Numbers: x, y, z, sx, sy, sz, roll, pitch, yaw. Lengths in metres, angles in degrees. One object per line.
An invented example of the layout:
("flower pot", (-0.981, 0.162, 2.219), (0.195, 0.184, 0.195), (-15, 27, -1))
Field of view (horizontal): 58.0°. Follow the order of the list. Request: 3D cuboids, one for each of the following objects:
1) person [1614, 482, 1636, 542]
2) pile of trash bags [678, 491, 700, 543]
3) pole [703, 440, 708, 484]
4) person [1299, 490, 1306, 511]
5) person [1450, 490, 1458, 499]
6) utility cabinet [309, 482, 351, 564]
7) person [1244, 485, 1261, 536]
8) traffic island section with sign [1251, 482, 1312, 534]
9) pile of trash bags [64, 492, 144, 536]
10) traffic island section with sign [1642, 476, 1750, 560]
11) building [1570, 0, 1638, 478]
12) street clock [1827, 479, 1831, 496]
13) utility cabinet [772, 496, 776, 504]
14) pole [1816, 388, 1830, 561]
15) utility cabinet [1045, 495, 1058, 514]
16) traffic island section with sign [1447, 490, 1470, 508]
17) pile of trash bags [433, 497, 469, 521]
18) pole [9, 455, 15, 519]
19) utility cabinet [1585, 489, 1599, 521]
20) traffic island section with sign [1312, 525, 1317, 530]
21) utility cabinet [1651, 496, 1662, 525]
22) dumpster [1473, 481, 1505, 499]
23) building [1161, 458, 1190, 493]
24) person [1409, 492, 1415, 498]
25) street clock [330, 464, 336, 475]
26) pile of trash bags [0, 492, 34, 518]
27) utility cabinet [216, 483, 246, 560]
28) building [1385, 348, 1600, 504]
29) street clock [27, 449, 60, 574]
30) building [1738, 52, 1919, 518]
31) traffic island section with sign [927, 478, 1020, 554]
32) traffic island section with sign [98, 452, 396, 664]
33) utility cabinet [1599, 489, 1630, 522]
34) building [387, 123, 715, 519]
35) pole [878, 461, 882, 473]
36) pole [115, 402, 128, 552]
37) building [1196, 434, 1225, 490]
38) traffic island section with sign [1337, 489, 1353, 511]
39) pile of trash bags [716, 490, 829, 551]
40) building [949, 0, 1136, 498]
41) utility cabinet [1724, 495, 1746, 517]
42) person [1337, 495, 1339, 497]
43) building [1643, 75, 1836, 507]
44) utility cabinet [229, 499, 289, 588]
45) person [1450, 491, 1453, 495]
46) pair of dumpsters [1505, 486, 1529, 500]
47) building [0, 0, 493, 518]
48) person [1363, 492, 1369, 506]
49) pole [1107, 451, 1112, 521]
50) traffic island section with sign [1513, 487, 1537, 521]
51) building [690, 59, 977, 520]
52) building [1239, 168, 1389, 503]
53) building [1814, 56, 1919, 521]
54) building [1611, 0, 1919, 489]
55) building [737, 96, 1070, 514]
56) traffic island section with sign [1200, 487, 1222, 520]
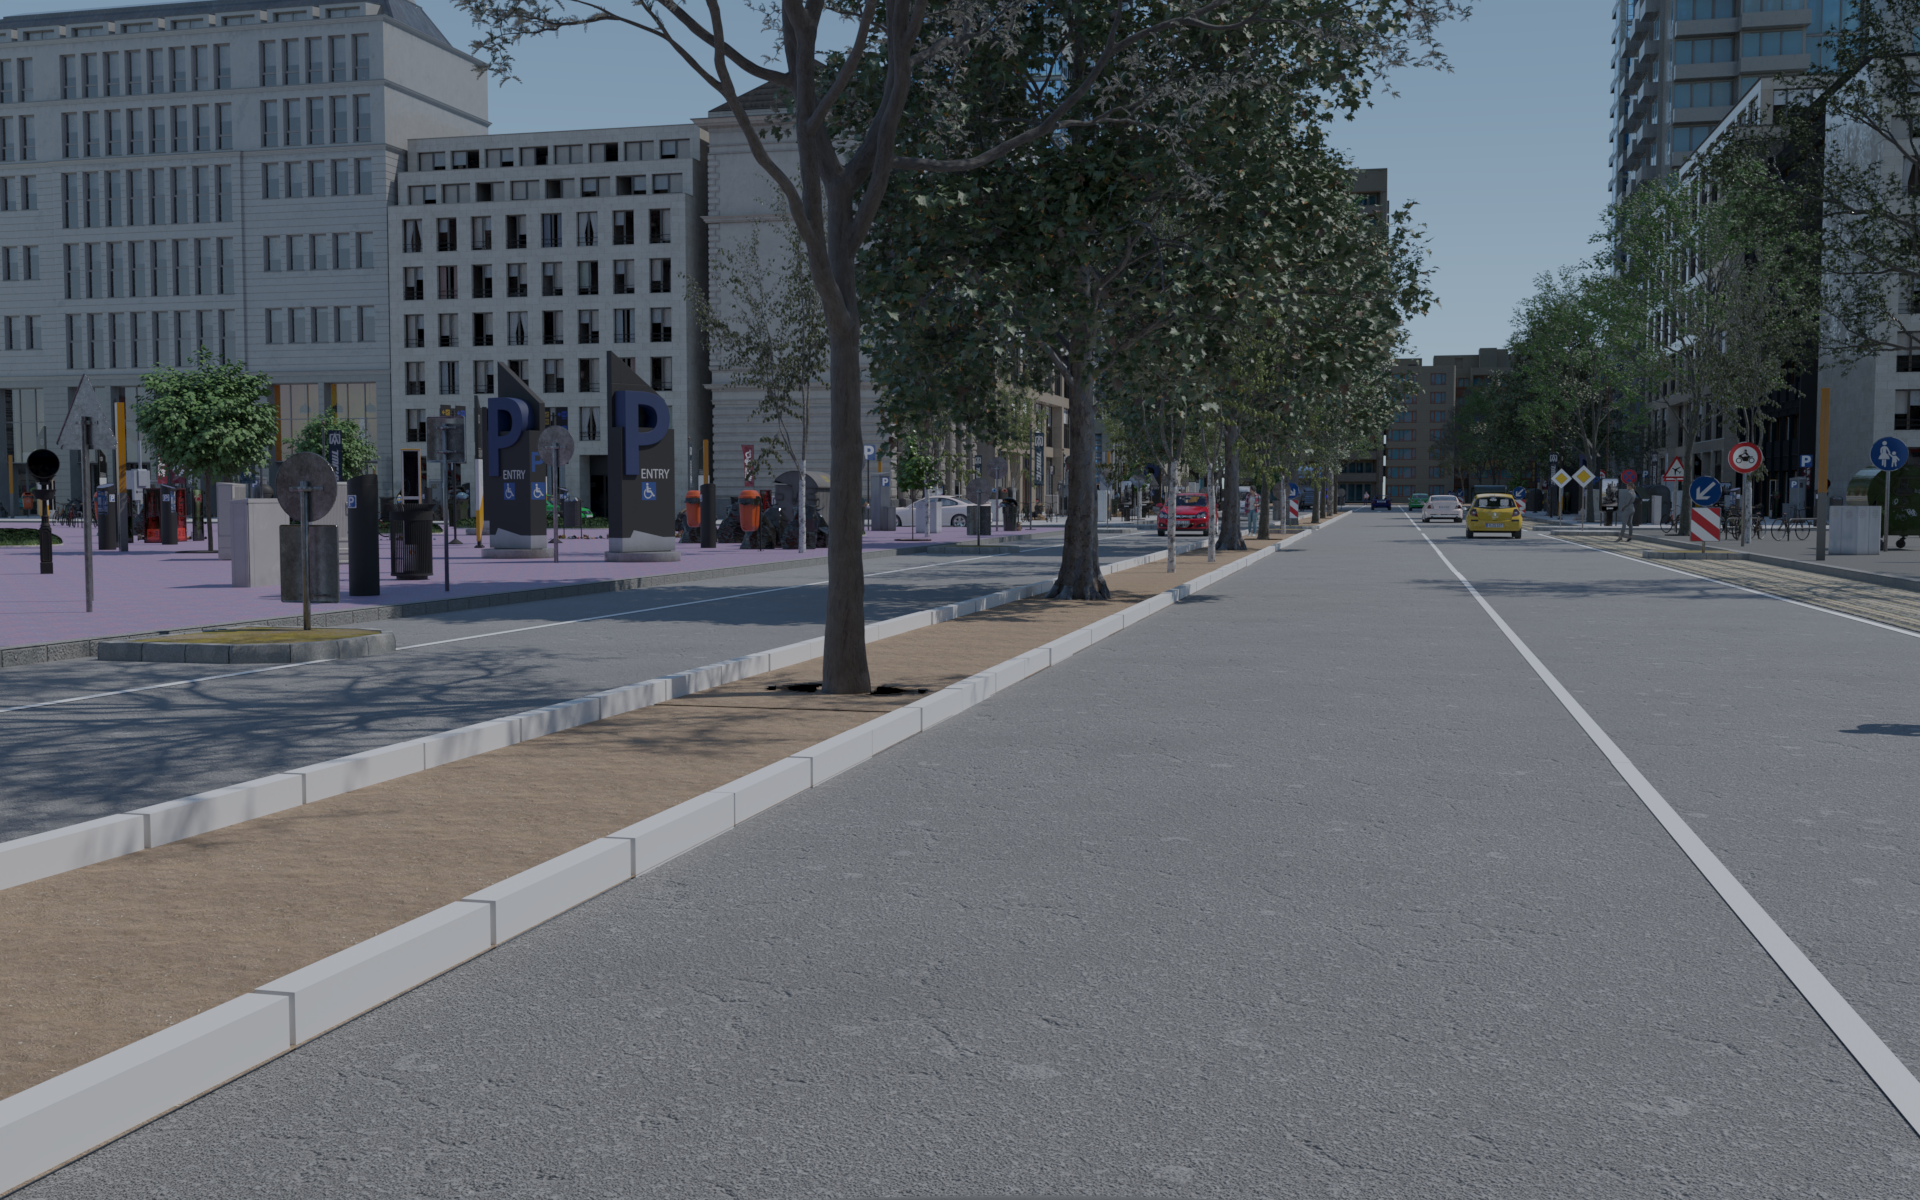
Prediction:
("person", (19.887, -2.631, 51.790), (0.573, 1.790, 0.520), (1, 4, 22))
("pile of trash bags", (-6.463, -2.165, 45.145), (1.912, 1.369, 3.447), (1, 4, 9))
("pole", (-9.553, -4.360, 65.126), (0.158, 3.312, 0.155), (0, 3, 0))
("person", (28.336, -8.236, 143.338), (0.592, 1.802, 0.473), (-1, 4, -9))
("person", (47.164, -9.609, 165.591), (1.348, 1.826, 0.705), (-2, 4, -27))
("utility cabinet", (-11.328, -1.402, 31.594), (0.318, 1.500, 1.173), (3, 5, 43))
("person", (9.895, -3.007, 58.496), (0.563, 1.720, 0.643), (2, 4, 24))
("traffic island section with sign", (11.626, -3.349, 62.889), (2.006, 1.907, 1.989), (1, 4, 14))
("pile of trash bags", (-25.732, -2.672, 53.433), (1.912, 1.369, 3.447), (0, 4, -1))
("traffic island section with sign", (16.284, -1.823, 38.439), (1.989, 1.847, 2.006), (1, 4, 14))
("building", (77.156, -53.125, 181.267), (22.319, 86.520, 31.000), (1, 4, 14))
("street clock", (40.274, -4.655, 80.675), (0.471, 2.002, 0.358), (2, 4, 29))
("utility cabinet", (-6.764, -3.271, 64.642), (0.306, 1.237, 1.020), (-3, 5, -42))
("pole", (16.625, -2.417, 33.365), (0.158, 3.312, 0.155), (0, 3, 0))
("utility cabinet", (5.998, -6.210, 112.701), (1.020, 1.237, 0.306), (3, 5, 41))
("traffic island section with sign", (48.193, -9.709, 167.364), (1.989, 1.847, 2.006), (1, 4, 14))
("pile of trash bags", (-23.819, -4.455, 82.585), (3.447, 1.369, 1.912), (0, 4, 8))
("pole", (-49.732, -5.931, 90.807), (0.158, 3.312, 0.155), (0, 3, 0))
("utility cabinet", (30.297, -4.504, 82.317), (0.318, 1.500, 1.173), (-2, 4, -31))
("traffic island section with sign", (13.416, -3.788, 70.078), (2.006, 1.907, 1.989), (1, 4, 14))
("utility cabinet", (28.995, -3.726, 72.085), (0.306, 1.237, 1.020), (1, 4, 17))
("dumpster", (34.312, -6.567, 112.320), (1.985, 2.255, 1.502), (1, 4, 13))
("building", (10.896, -21.741, 200.507), (28.899, 21.520, 27.650), (1, 4, 14))
("person", (54.294, -12.122, 207.421), (0.721, 1.735, 1.217), (-3, 4, -36))
("street clock", (-15.062, -2.242, 41.232), (0.471, 2.002, 0.358), (3, 5, 42))
("pile of trash bags", (-52.121, -5.146, 93.896), (3.447, 1.369, 1.912), (-2, 4, -32))
("utility cabinet", (-14.245, -1.544, 33.927), (0.318, 1.500, 1.173), (-1, 4, -11))
("building", (75.057, -24.435, 244.550), (28.899, 21.520, 27.650), (1, 4, 14))
("street clock", (-14.692, -1.421, 27.805), (0.471, 2.002, 0.358), (-2, 4, -27))
("building", (51.033, -16.214, 94.782), (12.332, 23.373, 15.834), (1, 4, 14))
("traffic island section with sign", (0.391, -2.061, 42.320), (1.989, 1.847, 2.006), (1, 4, 14))
("traffic island section with sign", (-6.237, -0.426, 15.594), (1.989, 1.847, 2.006), (1, 4, 14))
("utility cabinet", (29.984, -4.314, 79.218), (1.173, 1.500, 0.318), (1, 4, 9))
("building", (-20.764, -14.678, 94.736), (16.860, 20.320, 10.420), (1, 4, 14))
("pole", (-3.604, -5.153, 78.102), (0.158, 3.312, 0.155), (0, 3, 0))
("pole", (-18.723, -2.742, 38.673), (0.158, 3.312, 0.155), (0, 3, 0))
("building", (23.970, -38.808, 254.126), (30.456, 49.044, 23.786), (1, 4, 14))
("traffic island section with sign", (31.464, -8.250, 143.025), (2.006, 1.907, 1.989), (1, 4, 14))
("pile of trash bags", (-4.275, -1.865, 40.243), (1.912, 1.369, 3.447), (1, 4, 17))
("building", (6.015, -52.063, 163.902), (22.319, 86.520, 31.000), (1, 4, 14))
("utility cabinet", (38.031, -4.511, 84.922), (1.020, 1.237, 0.306), (1, 4, 22))
("person", (47.315, -12.735, 216.585), (0.709, 1.838, 0.599), (3, 4, 37))
("building", (59.568, -19.190, 118.279), (19.350, 26.468, 34.151), (1, 4, 14))
("utility cabinet", (-9.787, -0.800, 24.235), (0.306, 1.237, 1.020), (1, 4, 11))
("person", (54.488, -11.175, 191.884), (0.621, 1.740, 0.551), (0, 4, -1))
("pair of dumpsters", (43.928, -8.205, 136.638), (1.574, 2.255, 4.437), (1, 4, 14))
("building", (-43.401, -19.765, 100.646), (29.804, 29.767, 11.434), (1, 4, 14))
("person", (50.822, -12.688, 216.879), (0.436, 1.711, 0.756), (-2, 4, -31))
("pole", (7.158, -5.450, 82.945), (0.158, 3.312, 0.155), (0, 3, 0))
("traffic island section with sign", (29.499, -5.090, 91.854), (1.989, 1.847, 2.006), (1, 4, 14))
("building", (-5.802, -16.319, 95.700), (11.050, 23.489, 19.941), (1, 4, 14))
("building", (49.766, -38.099, 246.625), (21.600, 48.544, 21.300), (1, 4, 14))
("building", (48.922, -13.626, 77.541), (16.860, 20.320, 10.420), (1, 4, 14))
("building", (70.458, -32.573, 152.180), (23.786, 49.044, 30.456), (1, 4, 14))
("building", (-3.102, -19.513, 123.550), (19.350, 26.468, 34.151), (1, 4, 14))
("traffic island section with sign", (13.602, -5.327, 95.730), (1.989, 1.847, 2.006), (1, 4, 14))
